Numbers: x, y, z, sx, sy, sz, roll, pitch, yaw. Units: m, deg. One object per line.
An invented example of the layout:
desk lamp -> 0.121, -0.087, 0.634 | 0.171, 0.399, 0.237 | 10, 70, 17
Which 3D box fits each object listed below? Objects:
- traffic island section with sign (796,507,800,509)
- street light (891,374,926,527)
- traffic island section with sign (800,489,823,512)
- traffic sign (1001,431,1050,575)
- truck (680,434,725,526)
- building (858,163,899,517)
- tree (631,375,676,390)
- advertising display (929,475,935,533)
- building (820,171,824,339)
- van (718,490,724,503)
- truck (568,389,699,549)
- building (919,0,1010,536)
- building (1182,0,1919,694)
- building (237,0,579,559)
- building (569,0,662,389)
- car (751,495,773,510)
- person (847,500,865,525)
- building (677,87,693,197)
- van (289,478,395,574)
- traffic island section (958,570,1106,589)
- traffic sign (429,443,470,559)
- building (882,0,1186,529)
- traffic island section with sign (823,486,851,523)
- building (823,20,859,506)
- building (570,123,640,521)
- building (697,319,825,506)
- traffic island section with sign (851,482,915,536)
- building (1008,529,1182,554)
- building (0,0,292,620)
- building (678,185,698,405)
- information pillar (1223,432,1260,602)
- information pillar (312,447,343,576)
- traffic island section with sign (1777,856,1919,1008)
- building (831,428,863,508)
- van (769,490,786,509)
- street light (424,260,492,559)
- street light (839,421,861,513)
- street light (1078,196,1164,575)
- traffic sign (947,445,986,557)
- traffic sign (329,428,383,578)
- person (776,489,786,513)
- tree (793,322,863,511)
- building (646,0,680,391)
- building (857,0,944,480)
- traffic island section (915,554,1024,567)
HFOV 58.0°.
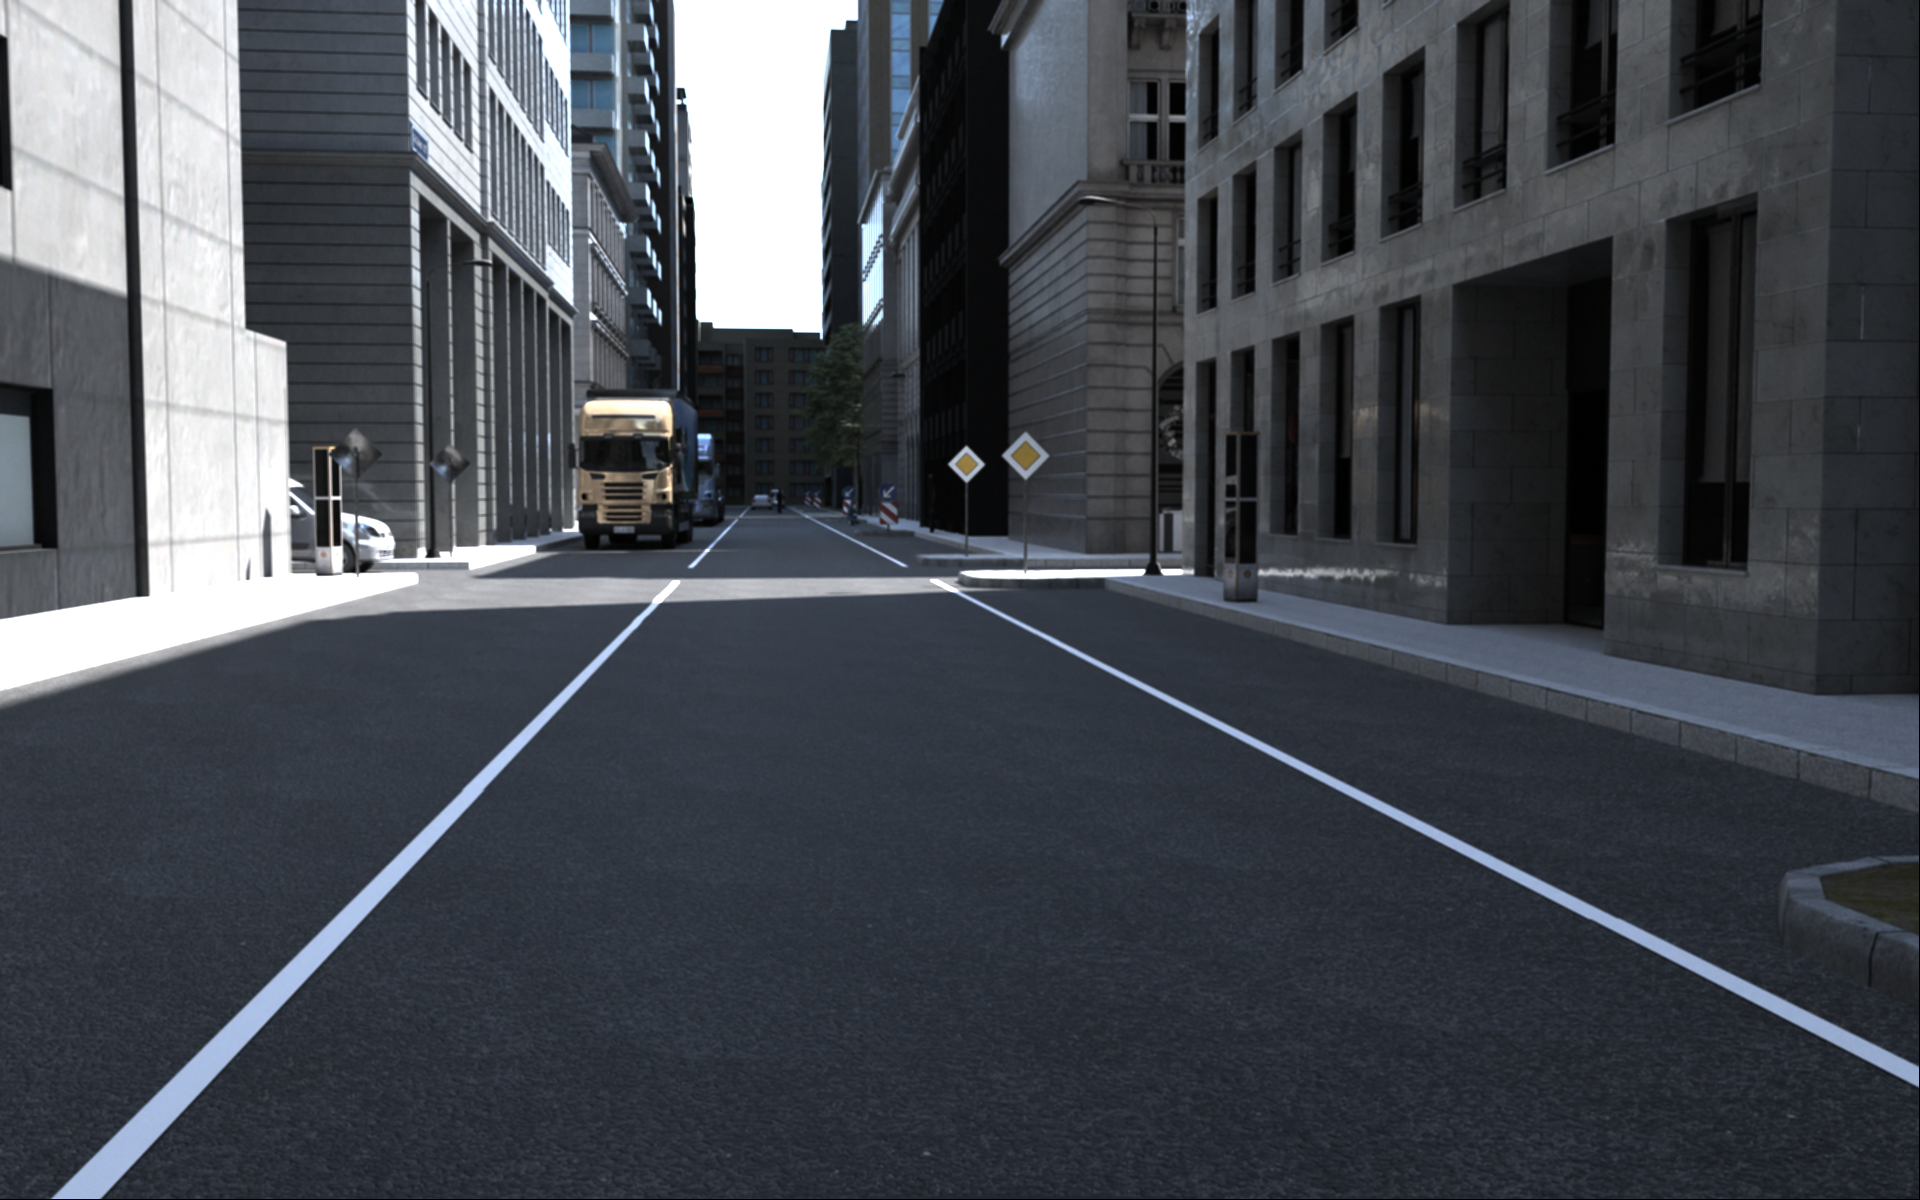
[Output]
traffic island section with sign -> -14.579, -9.534, 164.504 | 1.989, 1.847, 2.006 | 0, 4, -6
street light -> -1.958, -5.779, 67.034 | 1.470, 5.913, 1.316 | 0, 4, -6
traffic island section with sign -> -11.417, -7.846, 136.914 | 1.989, 1.847, 2.006 | 0, 4, -6
traffic sign -> 1.038, -1.461, 27.524 | 0.795, 2.450, 0.064 | 0, 4, -6
truck -> -12.816, -5.729, 83.423 | 2.967, 4.110, 18.799 | 0, 4, -6
building -> -0.609, -15.464, 101.982 | 9.793, 20.994, 18.267 | 0, 4, -6
tree -> -19.252, -9.590, 107.165 | 4.360, 8.622, 3.978 | 0, 3, 0
advertising display -> -0.931, -3.214, 57.766 | 0.123, 1.923, 0.974 | 0, 4, 5
building -> -8.962, -31.678, 201.525 | 14.086, 41.232, 14.154 | 0, 4, -6
van -> -21.962, -8.978, 153.809 | 2.013, 2.044, 4.112 | 0, 4, -8
truck -> -8.928, -3.653, 48.640 | 2.839, 4.237, 11.283 | 0, 4, -5
building -> 5.424, -14.115, 60.461 | 12.332, 23.373, 15.834 | 0, 4, -6
building -> 9.659, -10.066, 19.332 | 10.420, 20.320, 16.860 | 0, 4, -6
building -> -17.752, -16.506, 47.362 | 11.434, 29.767, 29.804 | 0, 4, -6
building -> -32.900, -30.746, 122.304 | 23.786, 49.044, 30.456 | 0, 4, -6
car -> -18.120, -8.937, 158.485 | 2.083, 1.381, 4.827 | 0, 4, -6
person -> -4.881, -4.008, 79.530 | 0.738, 1.151, 1.012 | -1, 4, -23
building -> -34.091, -30.107, 175.840 | 14.086, 41.232, 14.154 | 0, 4, -6
van -> -12.281, -1.466, 30.978 | 4.112, 2.044, 2.013 | 0, 4, -5
traffic island section -> 1.060, -0.326, 27.604 | 2.009, 0.180, 2.903 | 0, 4, -6
traffic sign -> -10.098, -1.876, 34.315 | 0.795, 2.450, 0.064 | 0, 4, -6
building -> 3.821, -14.642, 81.200 | 13.314, 21.916, 24.055 | 0, 4, -6
traffic island section with sign -> -5.706, -4.783, 86.832 | 1.989, 1.847, 2.006 | 0, 4, -6
building -> -2.816, -33.772, 175.867 | 21.300, 48.544, 21.600 | 0, 4, -6
building -> -21.949, -14.162, 82.464 | 10.553, 20.767, 40.483 | 0, 4, -6
building -> -30.983, -22.049, 205.534 | 28.899, 21.520, 27.650 | 0, 4, -6
traffic island section with sign -> -2.636, -3.143, 60.020 | 1.989, 1.847, 2.006 | 0, 4, -6
building -> 13.483, -12.328, 43.367 | 24.055, 21.916, 13.314 | 0, 4, -6
building -> -19.908, -35.250, 14.597 | 20.611, 71.187, 20.563 | 0, 4, -6
building -> -31.727, -23.793, 160.716 | 14.160, 30.474, 14.107 | 0, 4, -6
information pillar -> 3.347, -0.986, 20.607 | 0.304, 2.012, 0.304 | -2, 4, -23
information pillar -> -9.899, -1.384, 27.127 | 0.304, 2.012, 0.304 | 1, 4, 13
traffic island section with sign -> 3.635, 0.215, 5.111 | 1.989, 1.847, 2.006 | 0, 4, -6
building -> 0.588, -51.132, 148.675 | 22.319, 86.520, 31.000 | 0, 4, -6
van -> -18.285, -10.121, 172.495 | 2.013, 2.044, 4.112 | 0, 4, -7
street light -> -9.971, -3.786, 34.435 | 1.470, 5.913, 1.316 | 0, 4, -6
street light -> -6.985, -8.422, 110.245 | 1.470, 5.913, 1.316 | 0, 4, -6
street light -> 2.533, -3.347, 27.266 | 1.470, 5.913, 1.316 | 0, 4, -6
traffic sign -> 0.132, -1.946, 35.458 | 0.795, 2.450, 0.064 | 0, 4, -6
traffic sign -> -9.192, -1.391, 26.381 | 0.795, 2.450, 0.064 | 0, 4, -6
person -> -13.610, -7.491, 130.995 | 0.705, 1.821, 1.348 | -3, 4, -36
tree -> -7.349, -12.036, 114.912 | 7.486, 12.596, 7.792 | 0, 3, 0
building -> -30.912, -30.273, 145.075 | 14.600, 45.320, 14.200 | 0, 4, -6
building -> -0.141, -29.117, 126.166 | 14.600, 45.320, 14.200 | 0, 4, -6
traffic island section -> 0.154, -0.811, 35.538 | 2.009, 0.180, 2.903 | 0, 4, -6
